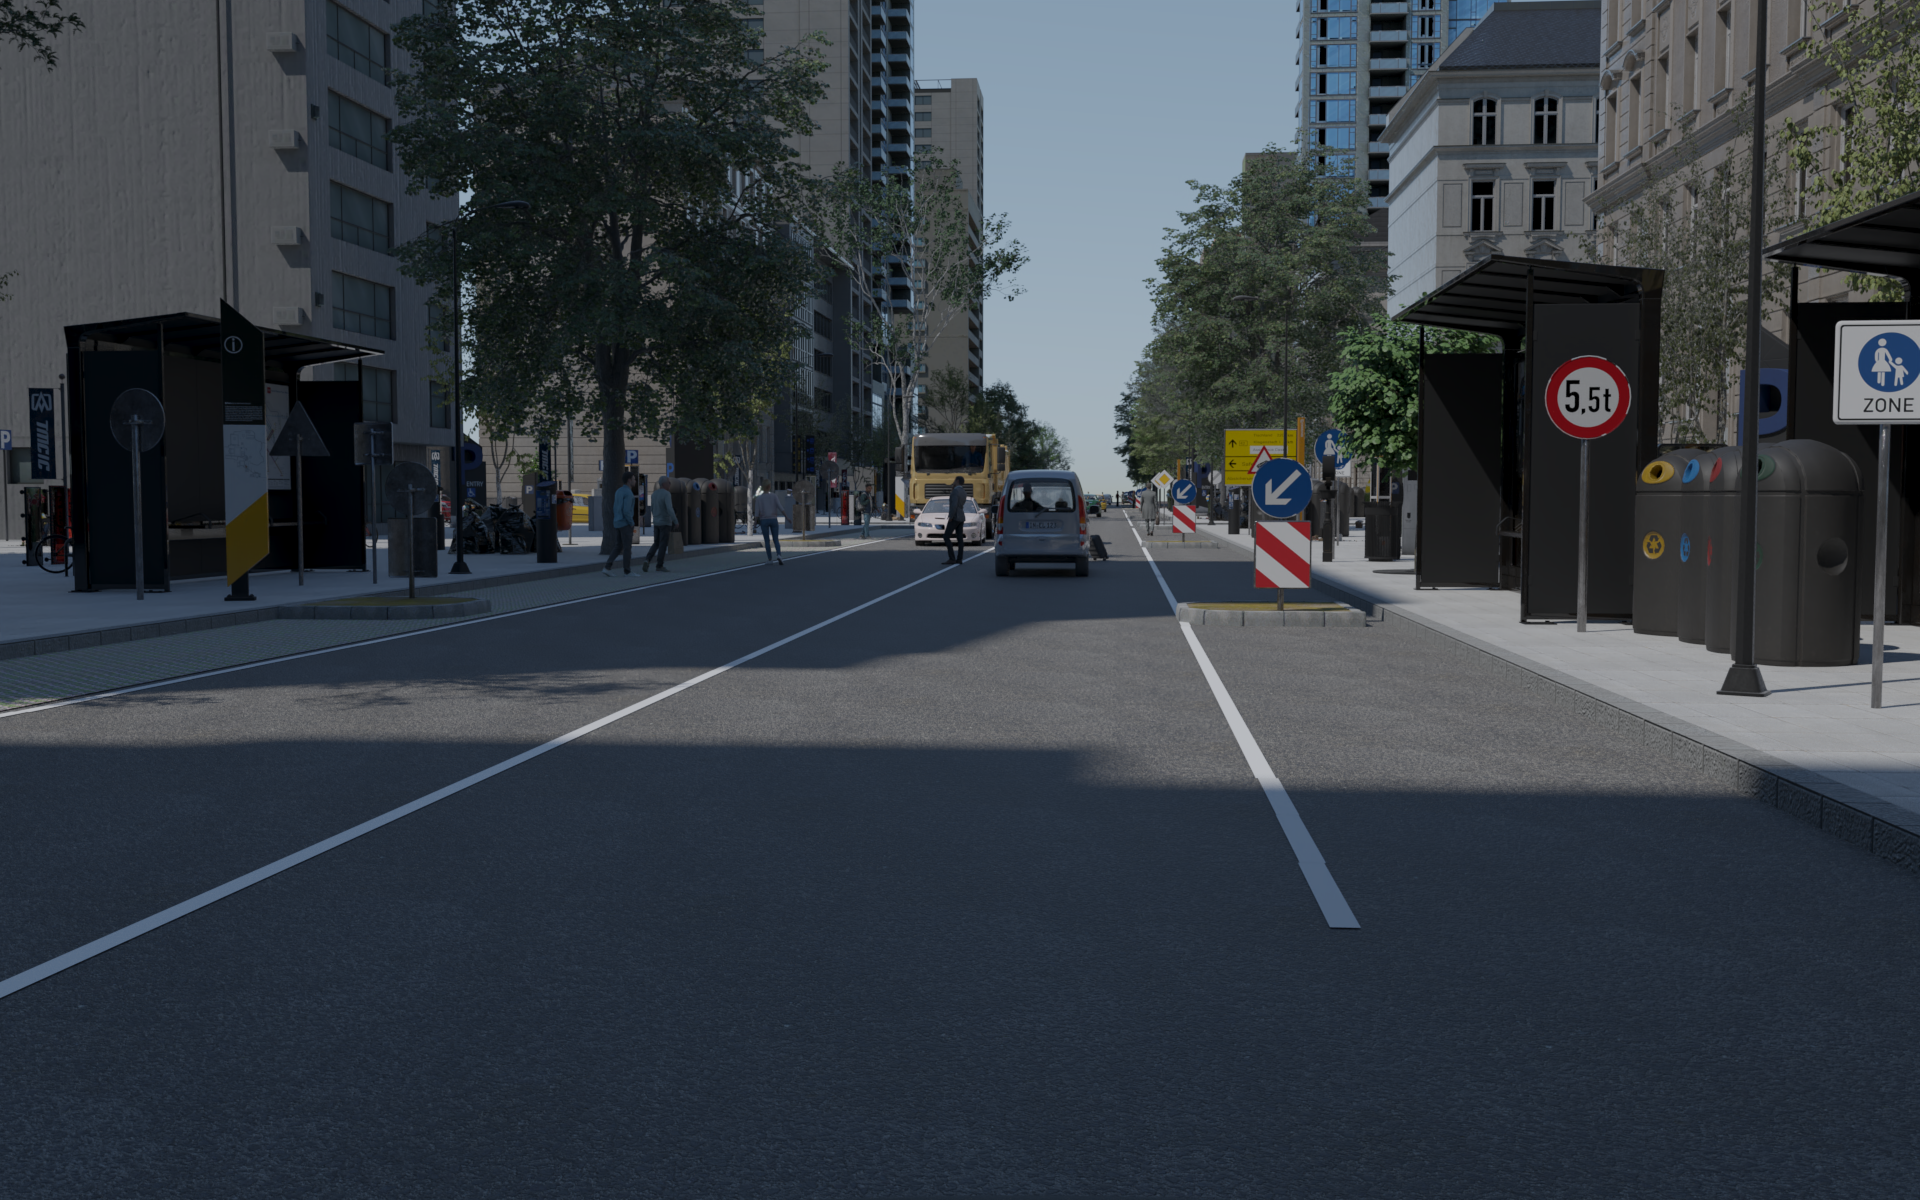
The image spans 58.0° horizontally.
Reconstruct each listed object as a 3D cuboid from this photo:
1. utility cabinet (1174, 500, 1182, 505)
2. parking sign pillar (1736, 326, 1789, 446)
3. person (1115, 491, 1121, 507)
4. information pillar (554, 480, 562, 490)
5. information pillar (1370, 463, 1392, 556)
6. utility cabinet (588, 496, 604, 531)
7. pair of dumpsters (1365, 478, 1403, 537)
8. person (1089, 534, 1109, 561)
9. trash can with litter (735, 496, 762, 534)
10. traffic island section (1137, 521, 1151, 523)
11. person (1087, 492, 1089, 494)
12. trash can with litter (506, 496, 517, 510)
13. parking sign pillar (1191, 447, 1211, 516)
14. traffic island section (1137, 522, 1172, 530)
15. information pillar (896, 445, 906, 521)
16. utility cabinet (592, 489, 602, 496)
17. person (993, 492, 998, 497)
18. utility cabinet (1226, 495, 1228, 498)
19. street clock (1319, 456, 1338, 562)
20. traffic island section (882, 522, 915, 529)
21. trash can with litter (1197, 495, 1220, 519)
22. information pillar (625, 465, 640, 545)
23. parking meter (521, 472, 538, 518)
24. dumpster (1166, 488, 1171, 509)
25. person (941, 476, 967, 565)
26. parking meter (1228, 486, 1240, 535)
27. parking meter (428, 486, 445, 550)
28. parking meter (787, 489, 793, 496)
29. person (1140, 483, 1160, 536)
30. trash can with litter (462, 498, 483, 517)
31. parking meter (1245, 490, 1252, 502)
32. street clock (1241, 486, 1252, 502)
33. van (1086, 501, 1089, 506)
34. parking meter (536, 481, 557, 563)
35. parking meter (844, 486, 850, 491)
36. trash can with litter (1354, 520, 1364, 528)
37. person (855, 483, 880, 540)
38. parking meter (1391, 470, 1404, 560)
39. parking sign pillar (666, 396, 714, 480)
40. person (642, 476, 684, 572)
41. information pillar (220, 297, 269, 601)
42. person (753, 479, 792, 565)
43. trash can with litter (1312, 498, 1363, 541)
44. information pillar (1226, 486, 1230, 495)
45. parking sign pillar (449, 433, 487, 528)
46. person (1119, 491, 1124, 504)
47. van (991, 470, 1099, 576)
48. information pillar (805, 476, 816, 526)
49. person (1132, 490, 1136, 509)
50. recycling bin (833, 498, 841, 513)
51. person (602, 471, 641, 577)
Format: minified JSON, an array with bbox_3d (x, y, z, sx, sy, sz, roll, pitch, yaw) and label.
[{"bbox_3d":[12.469,-5.351,98.648,0.306,1.237,1.020,1,4,21],"label":"utility cabinet"},{"bbox_3d":[12.640,-2.337,26.679,1.447,3.967,1.447,-2,4,-26],"label":"parking sign pillar"},{"bbox_3d":[17.923,-11.503,196.544,0.705,1.831,1.348,-1,4,-22],"label":"person"},{"bbox_3d":[-21.017,-5.267,90.604,0.304,2.012,0.304,2,4,29],"label":"information pillar"},{"bbox_3d":[8.127,-1.772,33.472,0.304,2.012,0.304,-1,4,-14],"label":"information pillar"},{"bbox_3d":[-12.486,-3.007,60.332,0.306,1.237,1.020,2,4,35],"label":"utility cabinet"},{"bbox_3d":[10.402,-2.282,39.811,1.574,2.255,4.437,0,4,5],"label":"pair of dumpsters"},{"bbox_3d":[2.535,-1.715,36.762,1.509,1.804,0.699,-2,4,-33],"label":"person"},{"bbox_3d":[-7.172,-2.737,55.805,2.233,1.210,1.678,-2,4,-34],"label":"trash can with litter"},{"bbox_3d":[9.112,-3.473,79.059,2.009,0.180,2.903,0,4,5],"label":"traffic island section"},{"bbox_3d":[17.188,-13.554,230.628,0.721,1.766,1.217,-1,4,-20],"label":"person"},{"bbox_3d":[-22.260,-4.495,84.544,2.233,1.210,1.678,0,4,-8],"label":"trash can with litter"},{"bbox_3d":[14.012,-6.849,100.451,1.447,3.967,1.447,-3,4,-38],"label":"parking sign pillar"},{"bbox_3d":[8.400,-2.986,71.106,2.009,0.180,2.903,0,4,5],"label":"traffic island section"},{"bbox_3d":[-2.846,-5.593,82.795,0.504,3.616,0.183,2,4,29],"label":"information pillar"},{"bbox_3d":[-15.083,-3.985,73.830,1.173,1.500,0.318,-2,4,-31],"label":"utility cabinet"},{"bbox_3d":[1.465,-3.419,64.611,0.699,1.804,1.509,-2,4,-32],"label":"person"},{"bbox_3d":[17.877,-6.391,115.647,1.020,1.237,0.306,3,5,39],"label":"utility cabinet"},{"bbox_3d":[6.946,-1.720,32.689,0.358,2.002,0.471,1,4,13],"label":"street clock"},{"bbox_3d":[-2.099,-3.044,72.046,2.009,0.180,2.903,0,4,5],"label":"traffic island section"},{"bbox_3d":[12.744,-4.715,88.140,2.233,1.210,1.678,2,4,35],"label":"trash can with litter"},{"bbox_3d":[-8.355,-2.417,44.018,0.304,2.012,0.304,3,5,42],"label":"information pillar"},{"bbox_3d":[-11.386,-2.456,45.872,0.399,1.863,0.255,0,4,0],"label":"parking meter"},{"bbox_3d":[18.062,-8.590,146.204,1.264,1.857,1.865,0,4,5],"label":"dumpster"},{"bbox_3d":[-0.110,-1.630,35.334,0.473,1.802,0.592,3,5,41],"label":"person"},{"bbox_3d":[8.701,-2.847,54.963,0.372,1.533,0.369,0,3,0],"label":"parking meter"},{"bbox_3d":[-12.001,-1.912,39.675,0.372,1.533,0.369,0,3,0],"label":"parking meter"},{"bbox_3d":[-8.271,-4.669,84.742,0.372,1.533,0.369,0,3,0],"label":"parking meter"},{"bbox_3d":[6.540,-3.113,59.499,0.694,1.812,0.767,1,4,18],"label":"person"},{"bbox_3d":[-13.481,-2.292,48.861,1.055,1.170,0.624,-2,4,-35],"label":"trash can with litter"},{"bbox_3d":[15.080,-5.014,90.393,0.372,1.533,0.369,0,3,0],"label":"parking meter"},{"bbox_3d":[15.682,-5.555,95.390,0.358,2.002,0.471,3,5,39],"label":"street clock"},{"bbox_3d":[2.759,-2.666,50.604,2.013,2.044,4.112,0,4,6],"label":"van"},{"bbox_3d":[-7.706,-1.460,32.280,0.372,1.533,0.369,0,3,0],"label":"parking meter"},{"bbox_3d":[-7.713,-6.864,117.937,0.255,1.863,0.399,-3,4,-37],"label":"parking meter"},{"bbox_3d":[15.284,-3.281,65.031,1.055,1.170,0.624,1,4,15],"label":"trash can with litter"},{"bbox_3d":[-2.896,-2.767,54.095,0.721,1.781,0.623,1,4,8],"label":"person"},{"bbox_3d":[8.457,-1.726,33.930,0.399,1.863,0.255,0,4,-4],"label":"parking meter"},{"bbox_3d":[-7.349,-3.588,47.130,1.447,3.967,1.447,-3,5,-44],"label":"parking sign pillar"},{"bbox_3d":[-5.394,-1.376,31.490,0.782,1.767,0.515,3,5,43],"label":"person"},{"bbox_3d":[-8.585,-1.799,20.768,0.504,3.616,0.183,-1,4,-15],"label":"information pillar"},{"bbox_3d":[-3.748,-1.581,35.015,0.731,1.740,0.598,-2,4,-28],"label":"person"},{"bbox_3d":[10.089,-2.248,47.818,1.678,1.210,2.233,0,4,-3],"label":"trash can with litter"},{"bbox_3d":[18.577,-7.906,120.622,0.183,3.616,0.504,-3,5,-45],"label":"information pillar"},{"bbox_3d":[-18.754,-4.745,66.049,1.447,3.967,1.447,-3,5,-43],"label":"parking sign pillar"},{"bbox_3d":[23.039,-14.503,245.621,0.705,1.824,1.348,3,5,43],"label":"person"},{"bbox_3d":[1.532,-1.499,31.521,2.013,2.044,4.112,0,4,4],"label":"van"},{"bbox_3d":[-6.042,-4.016,70.155,0.304,2.012,0.304,3,5,43],"label":"information pillar"},{"bbox_3d":[17.123,-9.884,170.234,0.705,1.807,1.348,-1,4,-12],"label":"person"},{"bbox_3d":[-7.978,-6.254,114.813,0.722,1.027,0.722,-1,4,-18],"label":"recycling bin"},{"bbox_3d":[-5.846,-1.304,29.834,0.620,1.820,0.660,-3,4,-38],"label":"person"}]
